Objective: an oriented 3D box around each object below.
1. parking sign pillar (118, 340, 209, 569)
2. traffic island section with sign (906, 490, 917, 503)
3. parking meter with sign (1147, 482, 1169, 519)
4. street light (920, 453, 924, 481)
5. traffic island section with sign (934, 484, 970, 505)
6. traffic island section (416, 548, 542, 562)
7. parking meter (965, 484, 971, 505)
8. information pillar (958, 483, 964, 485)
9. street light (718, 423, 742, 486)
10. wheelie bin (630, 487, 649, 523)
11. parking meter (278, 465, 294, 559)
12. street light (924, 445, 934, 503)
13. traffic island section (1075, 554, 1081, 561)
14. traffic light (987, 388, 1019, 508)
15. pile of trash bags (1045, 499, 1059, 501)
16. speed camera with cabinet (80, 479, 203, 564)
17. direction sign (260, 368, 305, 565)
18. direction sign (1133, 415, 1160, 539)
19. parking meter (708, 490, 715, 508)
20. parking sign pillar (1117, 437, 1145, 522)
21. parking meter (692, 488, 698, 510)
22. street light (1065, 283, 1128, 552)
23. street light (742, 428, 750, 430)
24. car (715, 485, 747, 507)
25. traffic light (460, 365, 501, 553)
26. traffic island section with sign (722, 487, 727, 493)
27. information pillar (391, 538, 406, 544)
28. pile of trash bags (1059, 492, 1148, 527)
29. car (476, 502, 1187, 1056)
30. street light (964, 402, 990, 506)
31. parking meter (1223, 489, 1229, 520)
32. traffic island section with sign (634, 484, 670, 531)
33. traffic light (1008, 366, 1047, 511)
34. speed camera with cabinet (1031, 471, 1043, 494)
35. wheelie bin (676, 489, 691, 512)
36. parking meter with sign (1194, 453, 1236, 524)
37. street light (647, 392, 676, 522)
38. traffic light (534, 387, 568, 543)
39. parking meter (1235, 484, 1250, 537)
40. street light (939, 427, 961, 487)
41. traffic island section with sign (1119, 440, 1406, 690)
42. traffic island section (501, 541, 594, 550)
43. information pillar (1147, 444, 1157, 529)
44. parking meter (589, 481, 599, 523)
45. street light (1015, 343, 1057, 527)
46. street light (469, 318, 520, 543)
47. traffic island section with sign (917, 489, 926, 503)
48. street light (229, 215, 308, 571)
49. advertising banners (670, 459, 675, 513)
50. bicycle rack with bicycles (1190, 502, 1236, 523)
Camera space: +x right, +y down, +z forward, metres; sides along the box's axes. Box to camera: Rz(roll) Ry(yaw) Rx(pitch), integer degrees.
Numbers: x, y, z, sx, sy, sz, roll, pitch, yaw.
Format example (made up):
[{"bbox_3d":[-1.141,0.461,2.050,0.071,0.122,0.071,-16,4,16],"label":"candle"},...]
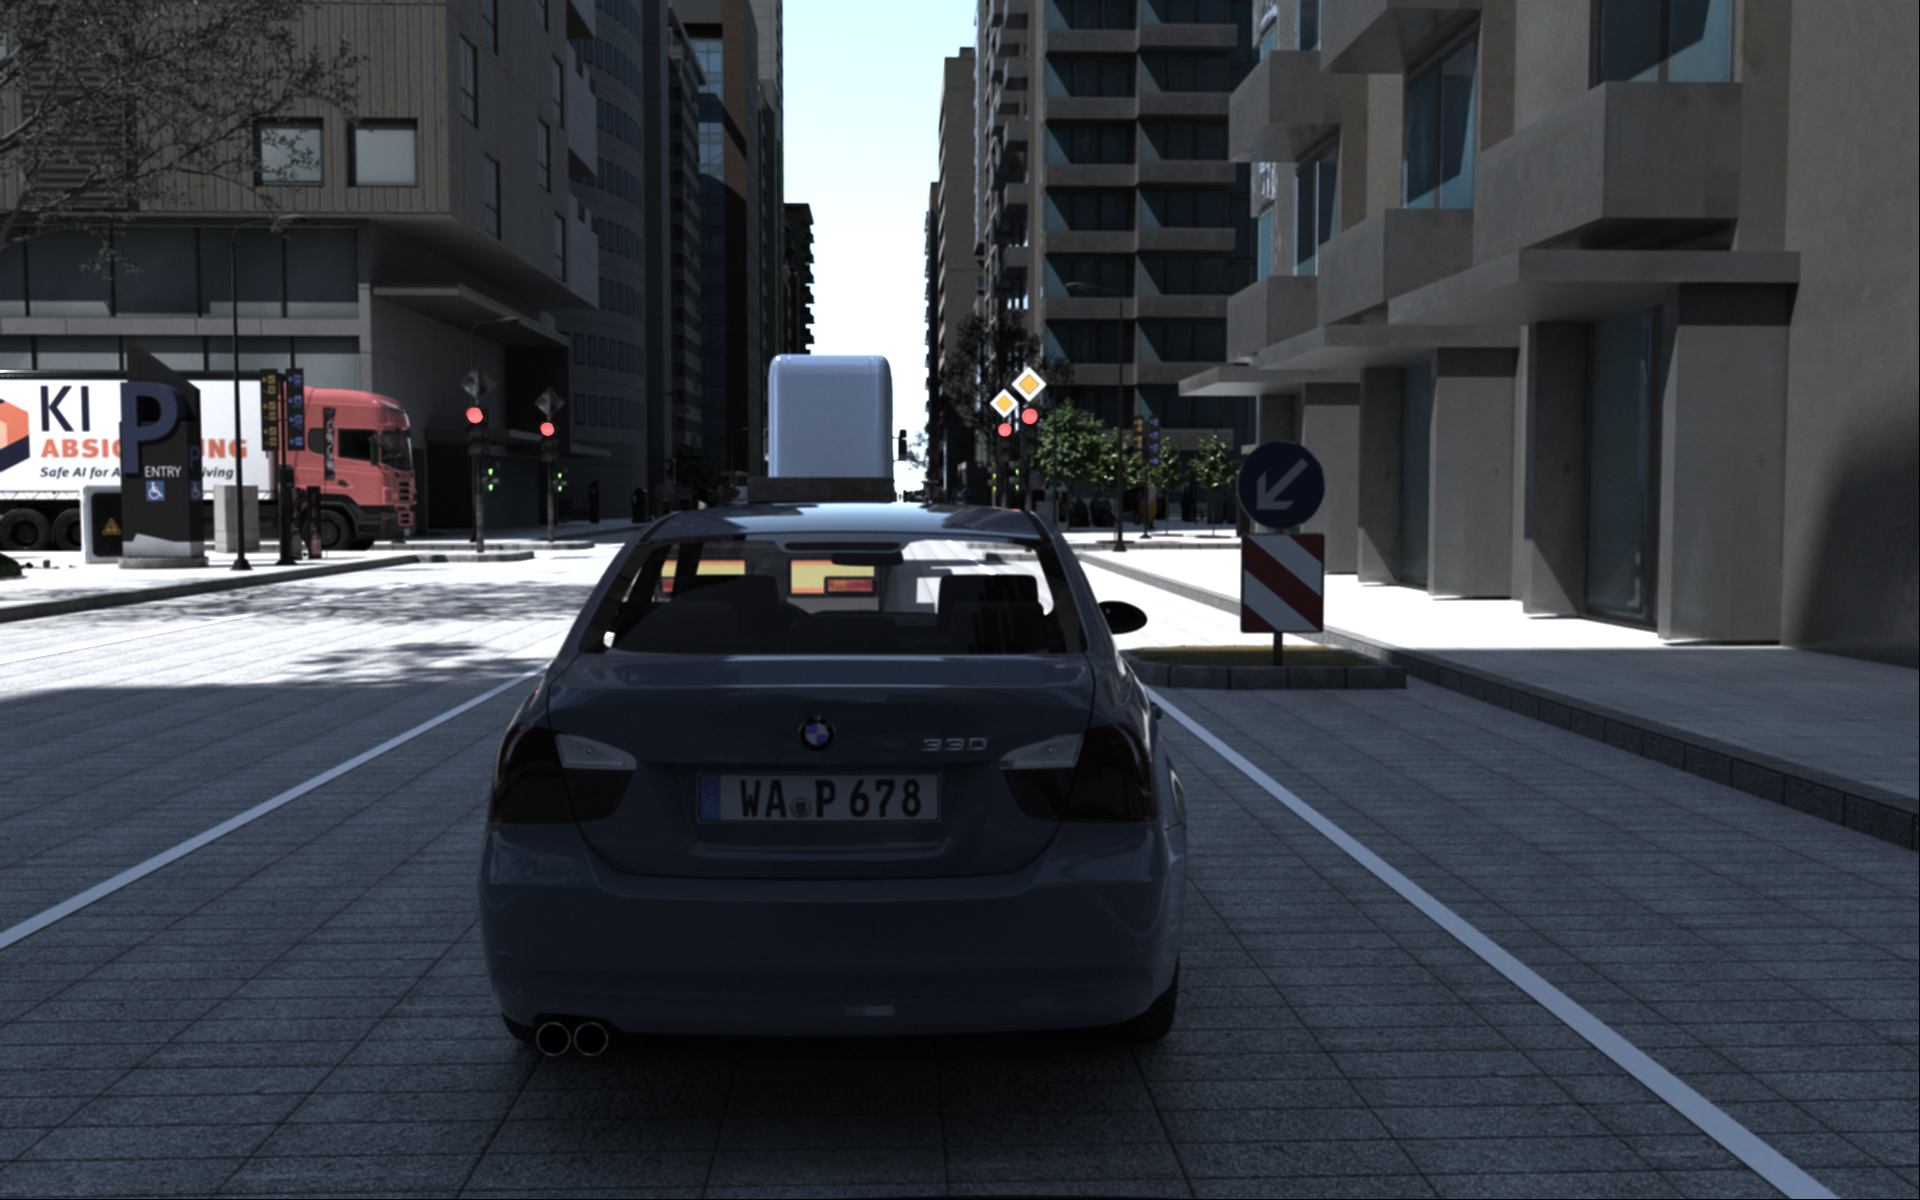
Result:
[{"bbox_3d":[-13.909,-2.549,30.149,1.447,3.967,1.447,1,4,9],"label":"parking sign pillar"},{"bbox_3d":[-3.293,-8.362,145.345,1.989,1.847,2.006,0,4,-2],"label":"traffic island section with sign"},{"bbox_3d":[9.969,-5.727,89.899,1.738,3.016,0.543,-1,4,-15],"label":"parking meter with sign"},{"bbox_3d":[-3.734,-13.723,196.913,1.470,5.913,1.316,0,4,-2],"label":"street light"},{"bbox_3d":[-0.074,-3.672,68.659,1.989,1.847,2.006,0,4,-2],"label":"traffic island section with sign"},{"bbox_3d":[-10.495,-0.951,37.828,2.009,0.180,2.903,0,4,-2],"label":"traffic island section"},{"bbox_3d":[0.458,-5.750,99.726,0.255,1.863,0.399,-1,4,-10],"label":"parking meter"},{"bbox_3d":[0.067,-6.504,110.832,0.304,2.012,0.304,2,4,33],"label":"information pillar"},{"bbox_3d":[-15.130,-8.563,112.548,1.470,5.913,1.316,0,4,-2],"label":"street light"},{"bbox_3d":[-14.026,-4.161,75.937,0.693,1.594,0.980,0,4,4],"label":"wheelie bin"},{"bbox_3d":[-13.285,-1.741,34.173,0.255,1.863,0.399,-2,4,-29],"label":"parking meter"},{"bbox_3d":[-2.359,-11.652,163.058,1.470,5.913,1.316,0,4,-2],"label":"street light"},{"bbox_3d":[1.536,-0.981,38.327,2.009,0.180,2.903,0,4,-2],"label":"traffic island section"},{"bbox_3d":[1.160,-3.503,46.189,0.839,4.253,0.868,0,4,-2],"label":"traffic light"},{"bbox_3d":[3.731,-4.311,80.244,1.912,1.369,3.447,-1,4,-18],"label":"pile of trash bags"},{"bbox_3d":[-15.320,-2.329,32.415,2.038,3.252,0.660,-2,4,-32],"label":"speed camera with cabinet"},{"bbox_3d":[-12.237,-2.407,31.346,0.876,3.537,0.379,1,4,15],"label":"direction sign"},{"bbox_3d":[5.352,-3.538,49.844,0.876,3.537,0.379,3,4,38],"label":"direction sign"},{"bbox_3d":[-14.724,-5.767,102.704,0.372,1.533,0.369,0,3,0],"label":"parking meter"},{"bbox_3d":[7.943,-5.592,79.906,1.447,3.967,1.447,-1,4,-10],"label":"parking sign pillar"},{"bbox_3d":[-17.122,-6.487,111.768,0.255,1.863,0.399,-3,4,-37],"label":"parking meter"},{"bbox_3d":[3.008,-4.020,38.262,1.470,5.913,1.316,0,4,-2],"label":"street light"},{"bbox_3d":[-15.538,-9.164,122.365,1.470,5.913,1.316,0,4,-2],"label":"street light"},{"bbox_3d":[-8.663,-3.742,69.852,2.281,1.827,5.304,0,4,-1],"label":"car"},{"bbox_3d":[-10.455,-2.983,37.695,0.839,4.253,0.868,0,4,-2],"label":"traffic light"},{"bbox_3d":[-12.929,-5.318,95.583,1.989,1.847,2.006,0,4,-2],"label":"traffic island section with sign"},{"bbox_3d":[-14.480,-3.266,44.750,0.504,3.616,0.183,1,4,22],"label":"information pillar"},{"bbox_3d":[5.808,-3.532,67.505,3.447,1.369,1.912,1,4,11],"label":"pile of trash bags"},{"bbox_3d":[-0.320,0.378,5.817,2.014,1.417,4.499,0,4,-1],"label":"car"},{"bbox_3d":[0.917,-7.008,87.123,1.470,5.913,1.316,0,4,-2],"label":"street light"},{"bbox_3d":[13.015,-4.688,85.061,0.372,1.533,0.369,0,3,0],"label":"parking meter"},{"bbox_3d":[-11.796,-3.671,68.652,1.989,1.847,2.006,0,4,-2],"label":"traffic island section with sign"},{"bbox_3d":[1.495,-3.015,38.211,0.839,4.253,0.868,0,4,-2],"label":"traffic light"},{"bbox_3d":[2.896,-4.421,66.617,0.660,3.252,2.038,0,4,5],"label":"speed camera with cabinet"},{"bbox_3d":[-18.240,-6.500,114.184,0.980,1.594,0.693,-1,4,-14],"label":"wheelie bin"},{"bbox_3d":[10.901,-4.748,73.893,1.738,3.016,0.543,0,4,-1],"label":"parking meter with sign"},{"bbox_3d":[-13.683,-6.528,79.276,1.470,5.913,1.316,0,4,-2],"label":"street light"},{"bbox_3d":[-10.790,-3.471,45.673,0.839,4.253,0.868,0,4,-2],"label":"traffic light"},{"bbox_3d":[8.550,-2.852,52.335,0.399,1.863,0.255,-1,4,-19],"label":"parking meter"},{"bbox_3d":[-0.500,-9.060,120.677,1.470,5.913,1.316,0,4,-2],"label":"street light"},{"bbox_3d":[2.247,-0.306,13.630,1.989,1.847,2.006,0,4,-2],"label":"traffic island section with sign"},{"bbox_3d":[-10.831,-1.439,45.806,2.009,0.180,2.903,0,4,-2],"label":"traffic island section"},{"bbox_3d":[7.015,-4.390,63.139,0.183,3.616,0.504,3,4,38],"label":"information pillar"},{"bbox_3d":[-16.003,-4.282,75.717,0.399,1.863,0.255,0,4,-1],"label":"parking meter"},{"bbox_3d":[2.386,-4.943,53.361,1.470,5.913,1.316,0,4,-2],"label":"street light"},{"bbox_3d":[-12.277,-4.474,45.699,1.470,5.913,1.316,0,4,-2],"label":"street light"},{"bbox_3d":[-1.220,-5.350,96.103,1.989,1.847,2.006,0,4,-2],"label":"traffic island section with sign"},{"bbox_3d":[-11.552,-3.452,28.980,1.470,5.913,1.316,0,4,-2],"label":"street light"},{"bbox_3d":[-14.102,-5.429,84.960,0.090,3.025,2.074,0,4,-1],"label":"advertising banners"},{"bbox_3d":[12.039,-3.877,76.764,2.852,0.926,2.925,-3,5,-41],"label":"bicycle rack with bicycles"}]
